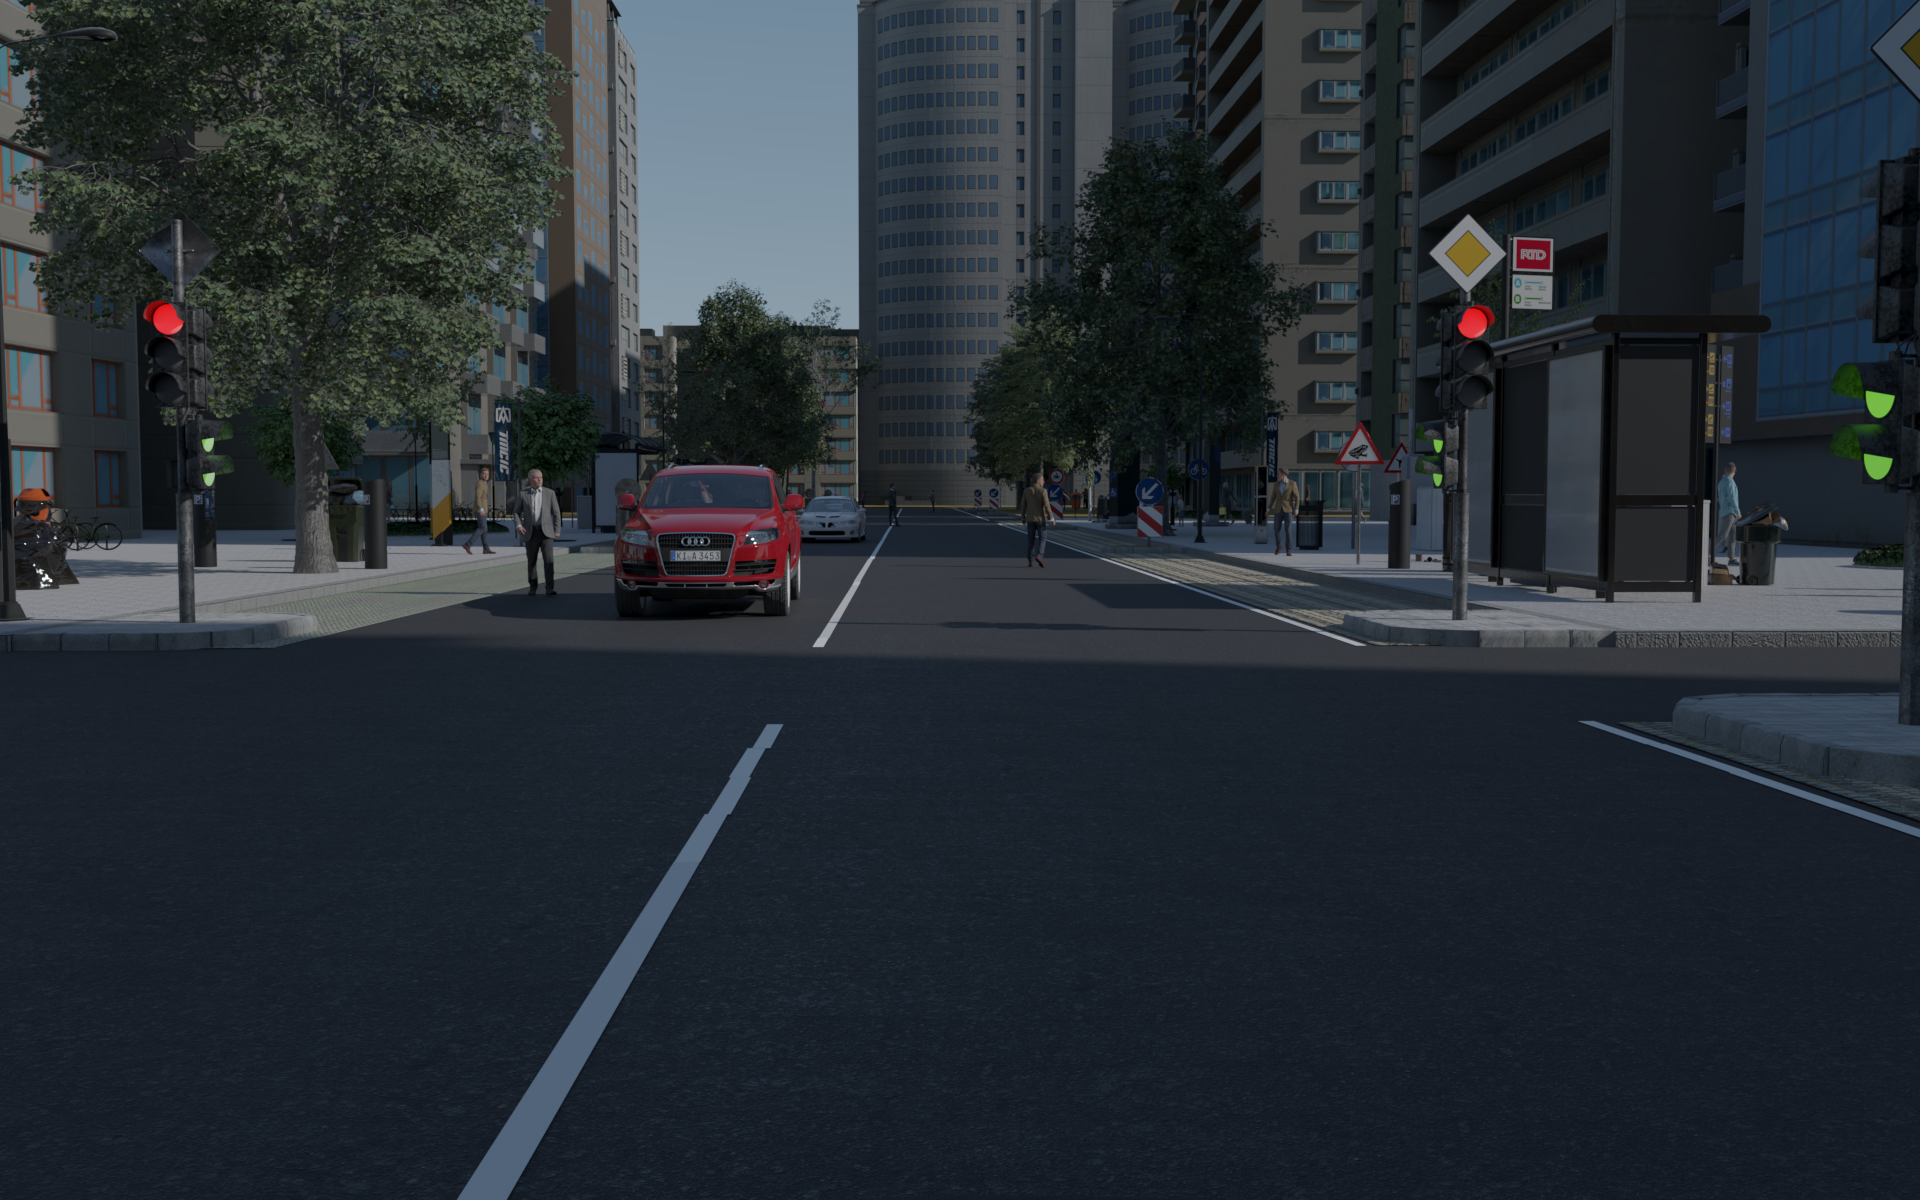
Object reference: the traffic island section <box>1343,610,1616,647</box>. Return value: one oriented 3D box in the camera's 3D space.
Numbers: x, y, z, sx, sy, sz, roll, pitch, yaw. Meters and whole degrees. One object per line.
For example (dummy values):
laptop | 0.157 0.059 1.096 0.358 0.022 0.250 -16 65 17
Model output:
traffic island section | 5.111 0.284 17.644 2.009 0.180 2.903 0 4 -2

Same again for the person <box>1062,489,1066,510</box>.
person | 8.177 -7.951 136.955 0.541 1.710 0.530 -1 4 -12

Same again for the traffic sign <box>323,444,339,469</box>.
traffic sign | -13.769 -2.274 37.181 0.884 2.594 0.081 0 4 4

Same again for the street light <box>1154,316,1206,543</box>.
street light | 5.764 -4.453 45.350 1.470 5.913 1.316 0 4 -2

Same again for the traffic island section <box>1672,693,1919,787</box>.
traffic island section | 5.339 0.772 9.662 2.009 0.180 2.903 0 4 -2

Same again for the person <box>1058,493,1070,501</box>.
person | 5.848 -5.767 101.049 1.217 1.735 0.721 -1 4 -19

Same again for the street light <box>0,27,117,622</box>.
street light | -9.100 -2.743 17.397 1.470 5.913 1.316 0 4 -2

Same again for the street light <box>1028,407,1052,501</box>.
street light | 4.330 -7.348 92.685 1.470 5.913 1.316 0 4 -2

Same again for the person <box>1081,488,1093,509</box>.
person | 11.083 -9.000 153.133 1.348 1.831 0.705 0 4 7

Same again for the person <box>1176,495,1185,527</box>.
person | 8.697 -3.520 68.284 0.332 1.250 0.352 -1 4 -11

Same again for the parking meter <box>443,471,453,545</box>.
parking meter | -12.891 -2.310 43.482 0.255 1.863 0.399 -1 4 -22

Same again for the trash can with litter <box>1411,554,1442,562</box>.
trash can with litter | 9.345 -1.325 32.729 2.233 1.210 1.678 2 4 33

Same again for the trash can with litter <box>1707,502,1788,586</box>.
trash can with litter | 11.006 -0.794 24.363 1.055 1.170 0.624 0 4 1

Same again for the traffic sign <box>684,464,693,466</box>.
traffic sign | -11.368 -4.438 72.674 0.768 2.556 0.104 0 4 5

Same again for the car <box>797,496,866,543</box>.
car | -3.865 -2.468 52.708 2.083 1.381 4.827 0 4 0

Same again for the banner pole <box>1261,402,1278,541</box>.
banner pole | 8.308 -3.469 46.741 0.401 3.779 0.863 -2 4 -31

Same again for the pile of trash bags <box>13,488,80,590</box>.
pile of trash bags | -13.403 -0.893 24.361 1.912 1.369 3.447 -1 4 -15

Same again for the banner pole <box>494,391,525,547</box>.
banner pole | -10.870 -3.174 41.908 0.863 3.779 0.401 -2 4 -34

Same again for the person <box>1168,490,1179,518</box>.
person | 9.466 -4.331 77.136 0.678 1.792 0.850 0 4 -3

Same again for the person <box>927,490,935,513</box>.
person | -2.275 -7.673 134.478 0.750 1.759 0.617 1 4 10

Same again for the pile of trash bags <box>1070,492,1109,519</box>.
pile of trash bags | 7.392 -4.883 89.591 3.447 1.369 1.912 1 4 13

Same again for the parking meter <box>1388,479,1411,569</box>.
parking meter | 7.554 -1.306 29.760 0.372 1.533 0.369 0 3 0

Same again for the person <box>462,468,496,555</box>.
person | -10.194 -1.886 36.793 0.656 1.842 0.836 3 5 44

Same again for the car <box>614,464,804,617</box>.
car | -3.100 -0.814 21.984 2.281 1.827 5.304 0 4 -3

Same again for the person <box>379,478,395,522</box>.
person | -19.115 -3.160 57.677 0.573 1.828 0.580 2 4 31

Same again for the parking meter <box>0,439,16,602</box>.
parking meter | -10.184 -0.763 18.188 0.255 1.863 0.399 1 4 23

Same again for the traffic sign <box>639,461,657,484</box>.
traffic sign | -12.242 -4.185 68.428 0.884 2.594 0.081 0 4 4

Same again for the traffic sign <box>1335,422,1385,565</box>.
traffic sign | 7.235 -1.921 31.404 0.884 2.594 0.081 0 4 8

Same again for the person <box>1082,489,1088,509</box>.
person | 10.954 -8.790 150.470 0.721 1.735 1.217 -3 5 -43

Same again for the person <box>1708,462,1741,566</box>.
person | 13.568 -1.520 30.753 0.748 1.841 0.638 1 4 21

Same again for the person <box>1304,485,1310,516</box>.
person | 20.581 -5.905 102.730 0.705 1.807 1.348 0 4 6

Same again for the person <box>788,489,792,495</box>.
person | -16.577 -9.860 167.937 1.217 1.739 0.721 0 4 5

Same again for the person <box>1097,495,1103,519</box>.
person | 7.113 -4.719 87.863 0.362 1.253 0.373 -1 4 -23

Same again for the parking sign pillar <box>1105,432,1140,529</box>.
parking sign pillar | 6.085 -4.621 64.031 1.447 3.967 1.447 3 5 45

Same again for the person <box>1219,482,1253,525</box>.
person | 11.537 -4.055 72.563 1.509 1.804 0.699 -1 4 -10

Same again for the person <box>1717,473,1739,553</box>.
person | 16.634 -1.899 37.649 0.362 1.759 0.519 -1 4 -12

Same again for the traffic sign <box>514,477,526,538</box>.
traffic sign | -12.839 -2.931 50.047 0.606 2.300 0.079 0 4 3

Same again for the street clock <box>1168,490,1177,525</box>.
street clock | 8.683 -4.047 70.740 0.358 2.002 0.471 0 4 3

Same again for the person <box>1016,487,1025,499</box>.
person | 5.228 -8.374 142.936 1.348 1.826 0.705 -2 4 -31

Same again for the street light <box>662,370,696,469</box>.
street light | -10.567 -5.650 64.918 1.470 5.913 1.316 0 4 -2

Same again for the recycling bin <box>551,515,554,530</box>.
recycling bin | -13.644 -2.699 56.679 0.722 1.027 0.722 -1 4 -11

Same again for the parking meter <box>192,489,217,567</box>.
parking meter | -13.268 -1.346 30.420 0.372 1.533 0.369 0 3 0

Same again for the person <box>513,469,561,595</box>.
person | -5.921 -0.945 24.344 0.661 1.777 0.834 -2 4 -25

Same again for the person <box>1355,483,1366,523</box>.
person | 17.572 -4.269 76.073 0.641 1.798 0.478 0 4 -2

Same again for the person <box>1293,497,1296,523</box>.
person | 14.846 -4.368 77.373 0.836 1.842 0.656 -2 4 -25

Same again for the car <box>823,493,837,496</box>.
car | -11.550 -8.841 154.148 1.945 1.707 3.694 0 4 -2

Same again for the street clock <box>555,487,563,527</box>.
street clock | -15.651 -3.855 67.607 0.471 2.002 0.358 2 4 32

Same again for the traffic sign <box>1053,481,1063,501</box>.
traffic sign | 5.107 -5.574 91.233 0.768 2.556 0.104 0 4 1

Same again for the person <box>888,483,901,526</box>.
person | -2.938 -4.230 77.026 0.474 1.900 0.648 -2 4 -35

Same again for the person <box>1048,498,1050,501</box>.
person | 8.006 -8.979 153.372 0.721 1.766 1.217 -2 4 -30

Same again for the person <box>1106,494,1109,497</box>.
person | 13.520 -9.010 154.172 1.217 1.723 0.721 -1 4 -13

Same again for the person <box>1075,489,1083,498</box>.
person | 9.921 -8.662 148.377 1.217 1.735 0.721 1 4 17

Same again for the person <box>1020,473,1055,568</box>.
person | 1.522 -1.557 33.873 0.656 1.842 0.836 0 4 -5

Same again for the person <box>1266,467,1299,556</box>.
person | 6.730 -1.848 36.166 0.656 1.842 0.836 0 4 0

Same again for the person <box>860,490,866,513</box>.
person | -7.373 -7.420 130.544 0.721 1.743 1.217 0 4 7

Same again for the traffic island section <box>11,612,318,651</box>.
traffic island section | -7.726 0.306 17.282 2.009 0.180 2.903 0 4 -2

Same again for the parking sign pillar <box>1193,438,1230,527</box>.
parking sign pillar | 9.995 -4.914 68.816 1.447 3.967 1.447 0 4 -3

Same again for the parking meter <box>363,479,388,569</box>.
parking meter | -10.020 -1.301 29.682 0.372 1.533 0.369 0 3 0

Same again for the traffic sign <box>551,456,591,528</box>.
traffic sign | -14.425 -4.398 65.787 2.265 3.308 0.079 0 4 6

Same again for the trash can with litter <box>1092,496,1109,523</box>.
trash can with litter | 6.788 -4.093 77.973 2.233 1.210 1.678 -3 4 -37
